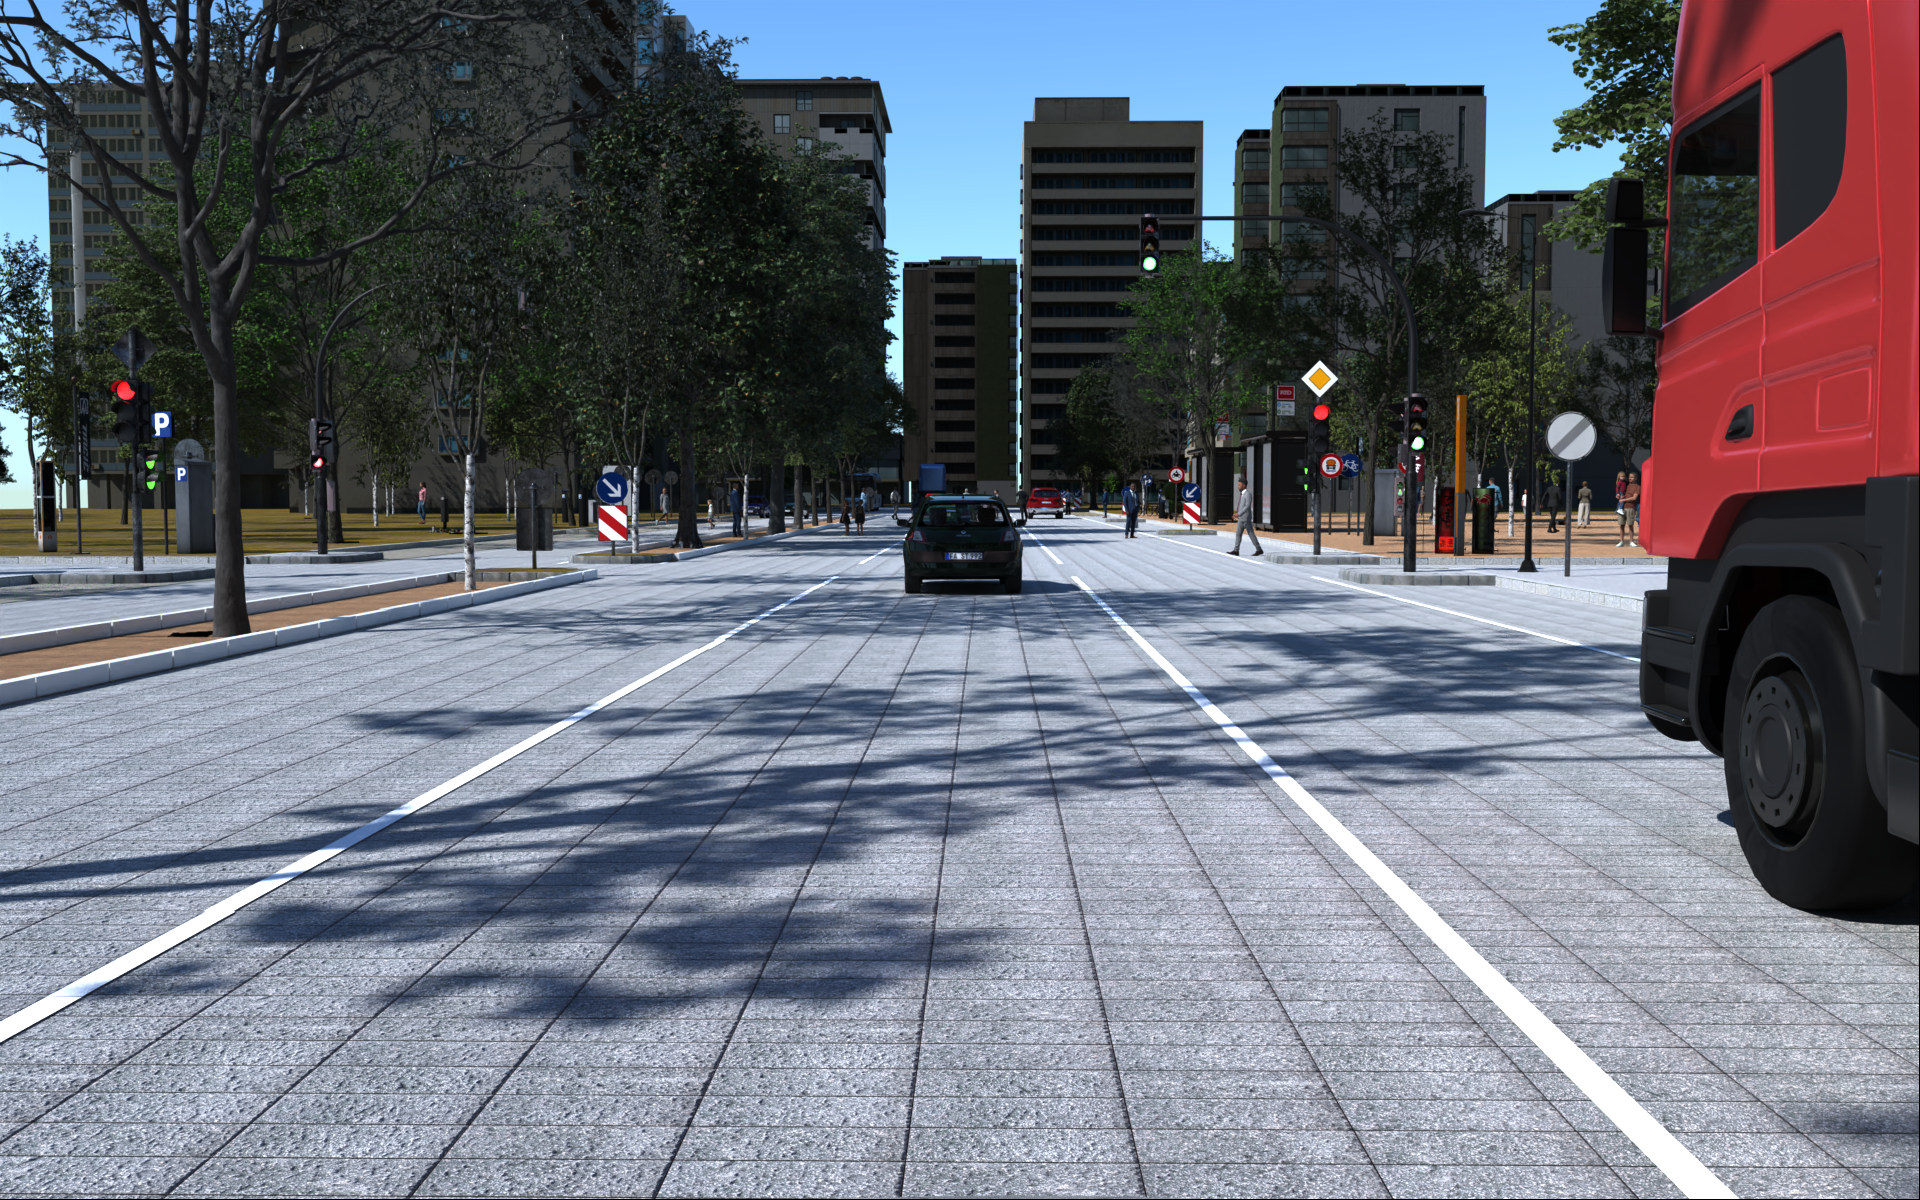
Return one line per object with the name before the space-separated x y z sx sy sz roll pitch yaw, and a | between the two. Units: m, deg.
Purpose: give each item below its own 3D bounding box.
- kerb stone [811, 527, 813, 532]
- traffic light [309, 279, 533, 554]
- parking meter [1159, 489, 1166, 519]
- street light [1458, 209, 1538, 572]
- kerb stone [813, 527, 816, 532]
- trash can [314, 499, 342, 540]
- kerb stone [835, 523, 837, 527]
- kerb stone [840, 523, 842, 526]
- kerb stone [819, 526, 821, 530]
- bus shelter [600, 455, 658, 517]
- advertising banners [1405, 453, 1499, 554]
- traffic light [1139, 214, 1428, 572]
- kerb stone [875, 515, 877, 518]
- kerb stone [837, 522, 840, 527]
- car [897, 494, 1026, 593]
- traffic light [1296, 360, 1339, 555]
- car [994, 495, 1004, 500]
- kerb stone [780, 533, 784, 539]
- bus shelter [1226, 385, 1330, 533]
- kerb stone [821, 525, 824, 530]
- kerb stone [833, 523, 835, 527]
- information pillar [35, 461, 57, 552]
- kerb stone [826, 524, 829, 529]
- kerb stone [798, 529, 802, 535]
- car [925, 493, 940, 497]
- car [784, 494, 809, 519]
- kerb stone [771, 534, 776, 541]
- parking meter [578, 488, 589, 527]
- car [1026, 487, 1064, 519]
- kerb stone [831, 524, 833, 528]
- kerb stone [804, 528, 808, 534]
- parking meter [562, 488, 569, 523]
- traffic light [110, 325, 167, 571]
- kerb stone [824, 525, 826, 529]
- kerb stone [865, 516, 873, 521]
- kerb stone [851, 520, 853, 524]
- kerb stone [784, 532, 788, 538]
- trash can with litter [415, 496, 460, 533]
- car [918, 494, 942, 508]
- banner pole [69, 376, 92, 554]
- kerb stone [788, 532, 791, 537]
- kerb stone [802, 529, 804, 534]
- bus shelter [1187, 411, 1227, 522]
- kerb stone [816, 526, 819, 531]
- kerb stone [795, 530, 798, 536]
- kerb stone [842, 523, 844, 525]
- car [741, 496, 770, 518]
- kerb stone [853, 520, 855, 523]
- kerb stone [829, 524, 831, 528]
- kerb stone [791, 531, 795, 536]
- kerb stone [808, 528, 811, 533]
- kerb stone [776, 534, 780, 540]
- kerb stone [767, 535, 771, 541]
kerb stone | -5.667 -2.586 64.484 0.120 0.150 1.000 0 4 1
traffic light | -11.454 -3.797 36.747 4.771 5.953 1.251 0 4 1
parking meter | 10.611 -5.036 90.754 0.372 1.533 0.369 0 3 0
street light | 8.822 -3.416 28.392 1.470 5.913 1.316 0 4 1
kerb stone | -5.651 -2.649 65.511 0.120 0.150 1.000 0 4 1
trash can | -17.883 -2.285 49.010 0.748 1.137 0.748 0 3 0
kerb stone | -5.498 -3.212 74.721 0.120 0.150 1.000 0 4 1
kerb stone | -5.463 -3.334 76.770 0.120 0.150 1.000 0 4 1
kerb stone | -5.613 -2.775 67.560 0.120 0.150 1.000 0 4 1
bus shelter | -16.105 -5.494 83.753 2.014 3.302 5.546 0 4 1
advertising banners | 10.475 -2.503 37.106 2.074 3.025 0.090 1 4 22
traffic light | 5.285 -3.282 28.322 4.771 5.953 1.251 0 4 1
kerb stone | -5.065 -4.780 100.344 0.120 0.150 1.000 0 4 1
kerb stone | -5.476 -3.275 75.747 0.120 0.150 1.000 0 4 1
car | 0.029 -1.014 26.370 2.009 1.686 4.222 0 4 -1
traffic light | 7.511 -2.905 36.413 0.839 4.253 0.868 0 4 1
car | 2.741 -8.392 149.574 2.083 1.381 4.827 0 4 1
kerb stone | -5.824 -2.021 55.233 0.120 0.150 1.000 0 4 1
bus shelter | 11.210 -5.115 61.268 2.179 5.291 8.768 0 4 1
kerb stone | -5.597 -2.836 68.582 0.120 0.150 1.000 0 4 1
kerb stone | -5.510 -3.150 73.699 0.120 0.150 1.000 0 4 1
information pillar | -20.160 -2.063 38.224 0.304 2.012 0.304 3 5 44
kerb stone | -5.558 -2.962 70.631 0.120 0.150 1.000 0 4 1
kerb stone | -5.727 -2.335 60.368 0.120 0.150 1.000 0 4 1
car | -1.799 -7.065 124.556 2.155 1.783 4.494 0 4 0
car | -9.792 -5.525 100.115 2.009 1.686 4.222 0 4 3
kerb stone | -5.857 -1.896 53.188 0.120 0.150 1.000 0 4 1
parking meter | -14.813 -3.653 68.139 0.372 1.533 0.369 0 3 0
car | 4.925 -5.643 100.935 2.281 1.827 5.304 0 4 1
kerb stone | -5.527 -3.079 72.677 0.120 0.150 1.000 0 4 1
kerb stone | -5.698 -2.461 62.435 0.120 0.150 1.000 0 4 1
parking meter | -17.719 -4.253 77.945 0.372 1.533 0.369 0 3 0
traffic light | -13.680 -2.437 28.763 0.839 4.253 0.868 0 4 1
kerb stone | -5.586 -2.900 69.609 0.120 0.150 1.000 0 4 1
kerb stone | -5.118 -4.586 97.267 0.120 0.150 1.000 0 4 1
kerb stone | -5.360 -3.713 82.918 0.120 0.150 1.000 0 4 1
kerb stone | -5.802 -2.084 56.262 0.120 0.150 1.000 0 4 1
trash can with litter | -17.198 -2.845 57.574 1.678 1.210 2.233 -1 4 -22
car | -0.333 -2.669 55.429 2.131 1.459 4.920 0 4 3
banner pole | -18.820 -2.882 37.142 0.401 3.779 0.863 0 4 -1
kerb stone | -5.789 -2.140 57.289 0.120 0.150 1.000 0 4 1
kerb stone | -5.723 -2.398 61.398 0.120 0.150 1.000 0 4 1
bus shelter | 11.918 -6.339 81.270 2.179 5.291 8.768 0 4 1
kerb stone | -5.634 -2.712 66.538 0.120 0.150 1.000 0 4 1
kerb stone | -5.747 -2.272 59.345 0.120 0.150 1.000 0 4 1
kerb stone | -5.442 -3.400 77.791 0.120 0.150 1.000 0 4 1
car | -12.314 -5.522 102.872 1.945 1.354 3.894 0 4 1
kerb stone | -5.289 -3.960 87.016 0.120 0.150 1.000 0 4 1
kerb stone | -5.544 -3.024 71.654 0.120 0.150 1.000 0 4 1
kerb stone | -5.762 -2.205 58.312 0.120 0.150 1.000 0 4 1
kerb stone | -5.680 -2.524 63.459 0.120 0.150 1.000 0 4 1
kerb stone | -5.836 -1.945 54.211 0.120 0.150 1.000 0 4 1
kerb stone | -5.878 -1.833 52.166 0.120 0.150 1.000 0 4 1
